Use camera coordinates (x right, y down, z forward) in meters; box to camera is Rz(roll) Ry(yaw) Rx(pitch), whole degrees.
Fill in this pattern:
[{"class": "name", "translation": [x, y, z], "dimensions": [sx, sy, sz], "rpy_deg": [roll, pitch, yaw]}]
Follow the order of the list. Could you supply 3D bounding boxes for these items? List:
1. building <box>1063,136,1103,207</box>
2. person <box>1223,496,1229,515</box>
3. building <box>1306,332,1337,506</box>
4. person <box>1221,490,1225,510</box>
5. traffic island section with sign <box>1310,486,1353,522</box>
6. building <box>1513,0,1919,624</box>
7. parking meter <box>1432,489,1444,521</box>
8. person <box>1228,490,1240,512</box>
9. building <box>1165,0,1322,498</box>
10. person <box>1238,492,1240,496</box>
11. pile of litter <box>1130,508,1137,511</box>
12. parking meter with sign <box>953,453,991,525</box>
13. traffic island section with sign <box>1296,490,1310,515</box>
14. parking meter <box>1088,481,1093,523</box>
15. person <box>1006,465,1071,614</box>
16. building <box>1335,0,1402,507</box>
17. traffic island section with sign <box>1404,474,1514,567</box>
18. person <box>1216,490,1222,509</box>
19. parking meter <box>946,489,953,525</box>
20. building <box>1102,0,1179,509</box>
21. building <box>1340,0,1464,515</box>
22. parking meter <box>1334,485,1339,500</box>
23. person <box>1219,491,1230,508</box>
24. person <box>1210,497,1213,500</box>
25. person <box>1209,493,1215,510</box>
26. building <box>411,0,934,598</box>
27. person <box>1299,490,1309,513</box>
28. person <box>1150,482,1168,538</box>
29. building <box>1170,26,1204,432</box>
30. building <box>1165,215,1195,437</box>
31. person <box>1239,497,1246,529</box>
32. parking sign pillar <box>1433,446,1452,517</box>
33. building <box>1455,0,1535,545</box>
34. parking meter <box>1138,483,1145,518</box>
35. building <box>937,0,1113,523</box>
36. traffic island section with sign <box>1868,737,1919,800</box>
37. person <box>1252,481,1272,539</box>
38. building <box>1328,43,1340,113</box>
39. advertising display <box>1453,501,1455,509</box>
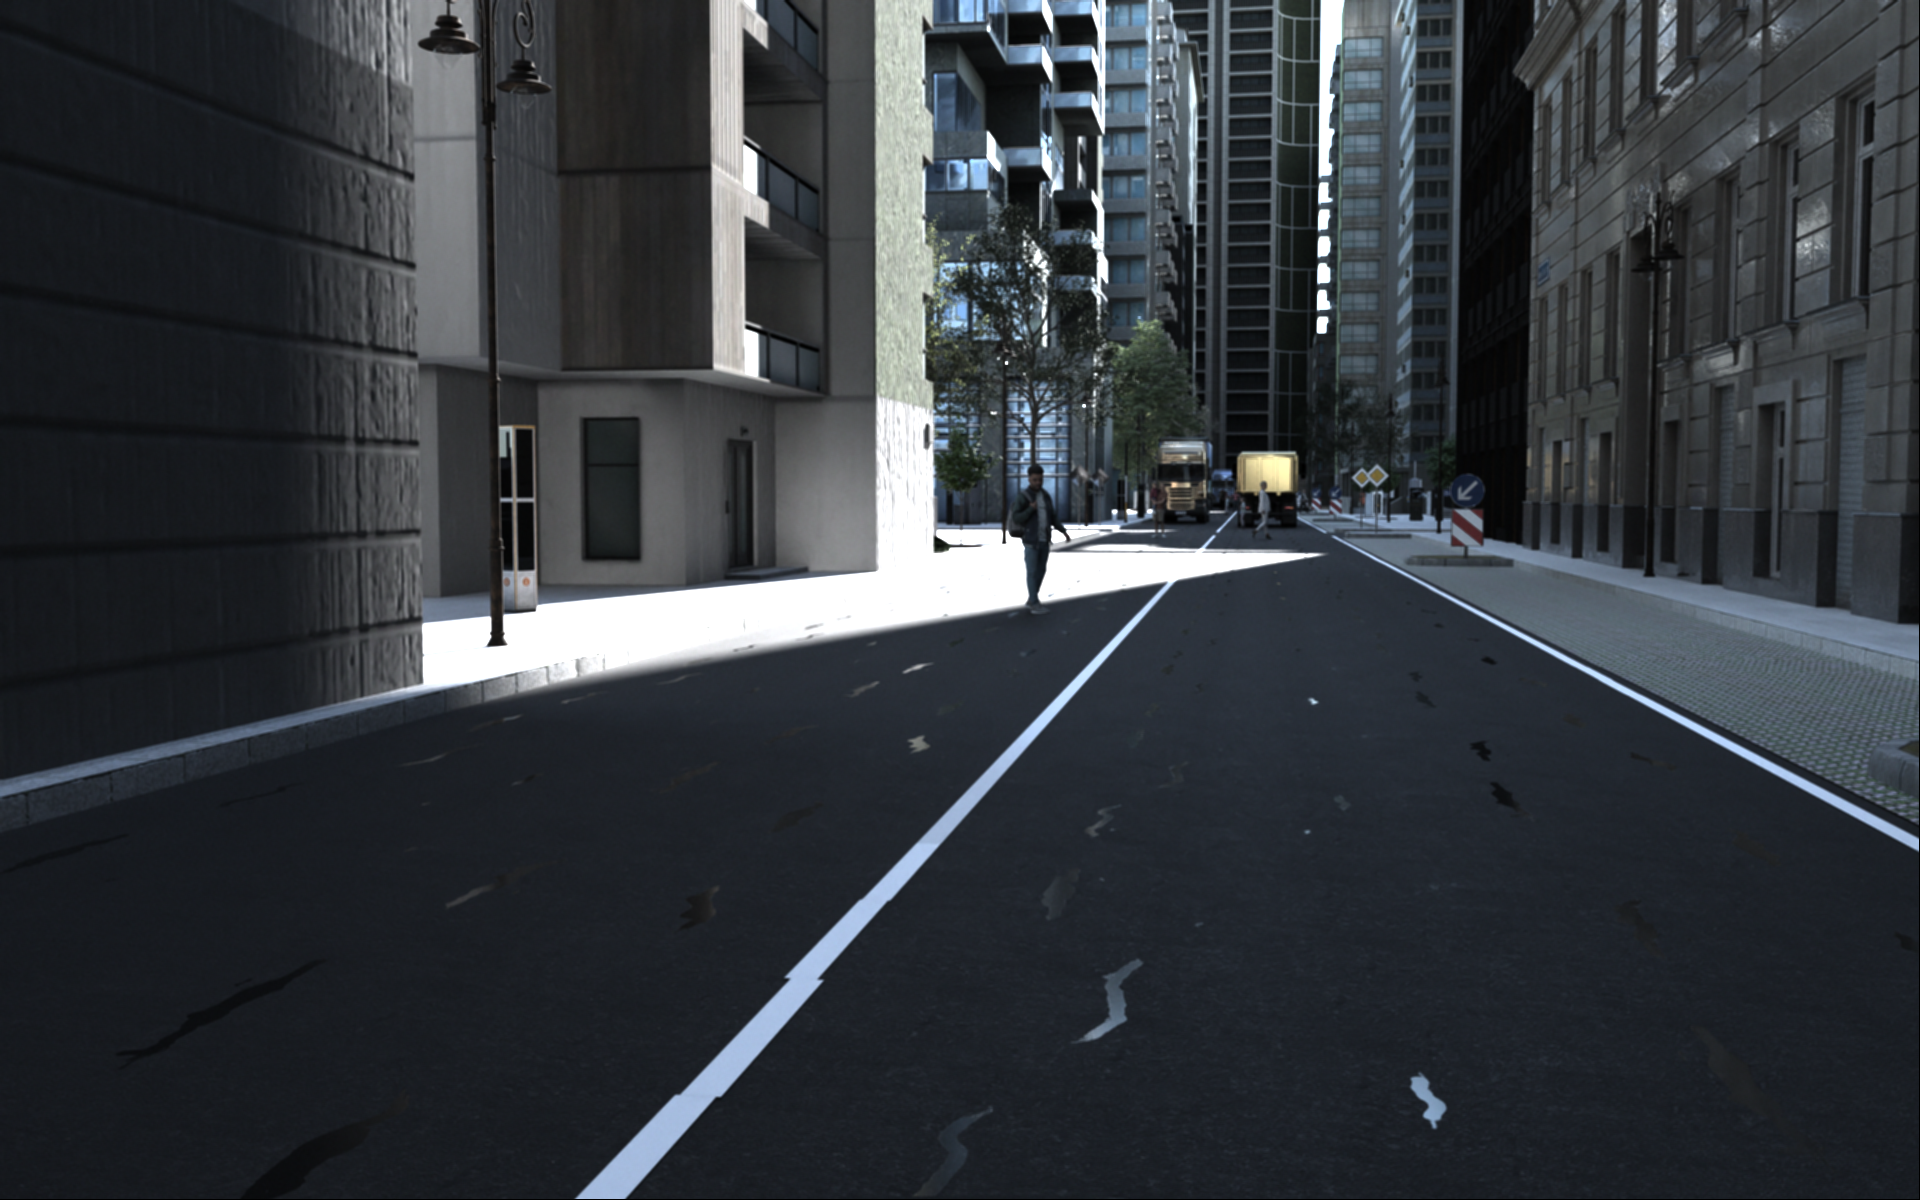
[{"class": "building", "translation": [2.484, -21.454, 122.469], "dimensions": [14.160, 30.474, 14.107], "rpy_deg": [1, 4, 10]}, {"class": "person", "translation": [18.407, -6.540, 119.705], "dimensions": [0.394, 1.301, 0.425], "rpy_deg": [0, 4, 6]}, {"class": "building", "translation": [54.059, -21.552, 197.421], "dimensions": [27.650, 21.520, 28.899], "rpy_deg": [1, 4, 10]}, {"class": "person", "translation": [24.345, -9.280, 160.366], "dimensions": [0.705, 1.807, 1.348], "rpy_deg": [0, 4, 1]}, {"class": "traffic island section with sign", "translation": [19.234, -4.940, 89.389], "dimensions": [1.989, 1.847, 2.006], "rpy_deg": [1, 4, 10]}, {"class": "building", "translation": [16.840, -14.067, 27.262], "dimensions": [12.463, 27.353, 25.104], "rpy_deg": [1, 4, 10]}, {"class": "parking meter", "translation": [22.985, -4.563, 83.018], "dimensions": [0.372, 1.533, 0.369], "rpy_deg": [0, 3, 0]}, {"class": "person", "translation": [22.634, -8.136, 142.237], "dimensions": [1.217, 1.743, 0.721], "rpy_deg": [0, 4, 4]}, {"class": "building", "translation": [37.386, -48.490, 231.056], "dimensions": [20.611, 71.187, 20.563], "rpy_deg": [1, 4, 10]}, {"class": "person", "translation": [24.088, -8.531, 148.702], "dimensions": [0.721, 1.735, 1.217], "rpy_deg": [1, 4, 9]}, {"class": "pile of litter", "translation": [13.429, -7.058, 129.357], "dimensions": [1.176, 0.858, 1.719], "rpy_deg": [-1, 4, -21]}, {"class": "parking meter with sign", "translation": [0.493, -4.661, 72.461], "dimensions": [1.738, 3.016, 0.543], "rpy_deg": [-3, 5, -43]}, {"class": "traffic island section with sign", "translation": [23.767, -6.580, 116.208], "dimensions": [1.989, 1.847, 2.006], "rpy_deg": [1, 4, 10]}, {"class": "parking meter", "translation": [5.689, -4.280, 75.684], "dimensions": [0.255, 1.863, 0.399], "rpy_deg": [0, 4, 1]}, {"class": "person", "translation": [0.908, -0.732, 20.822], "dimensions": [0.721, 1.781, 0.623], "rpy_deg": [3, 5, 39]}, {"class": "building", "translation": [38.815, -28.251, 145.498], "dimensions": [14.154, 41.232, 14.086], "rpy_deg": [1, 4, 10]}, {"class": "traffic island section with sign", "translation": [10.028, -1.610, 34.952], "dimensions": [1.989, 1.847, 2.006], "rpy_deg": [1, 4, 10]}, {"class": "person", "translation": [25.268, -9.727, 167.544], "dimensions": [0.705, 1.823, 1.348], "rpy_deg": [-3, 5, -42]}, {"class": "parking meter", "translation": [-0.431, -4.088, 72.543], "dimensions": [0.255, 1.863, 0.399], "rpy_deg": [0, 4, 3]}, {"class": "building", "translation": [8.254, -32.900, 157.521], "dimensions": [23.786, 49.044, 30.456], "rpy_deg": [1, 4, 10]}, {"class": "building", "translation": [41.721, -25.742, 112.767], "dimensions": [32.217, 40.220, 23.993], "rpy_deg": [1, 4, 10]}, {"class": "parking meter", "translation": [25.112, -6.712, 115.451], "dimensions": [0.255, 1.863, 0.399], "rpy_deg": [0, 4, 5]}, {"class": "person", "translation": [24.817, -9.364, 162.322], "dimensions": [1.217, 1.743, 0.721], "rpy_deg": [3, 4, 37]}, {"class": "person", "translation": [21.265, -8.499, 148.240], "dimensions": [0.721, 1.735, 1.217], "rpy_deg": [3, 5, 44]}, {"class": "person", "translation": [22.811, -9.131, 157.802], "dimensions": [1.348, 1.822, 0.705], "rpy_deg": [-3, 5, -40]}, {"class": "building", "translation": [-8.569, -20.980, 26.621], "dimensions": [14.154, 41.232, 14.086], "rpy_deg": [1, 4, 10]}, {"class": "person", "translation": [26.123, -7.495, 131.448], "dimensions": [0.834, 1.777, 0.661], "rpy_deg": [2, 4, 27]}, {"class": "person", "translation": [6.534, -2.976, 57.128], "dimensions": [0.580, 1.828, 0.573], "rpy_deg": [-1, 4, -12]}, {"class": "building", "translation": [14.282, -37.593, 203.892], "dimensions": [27.495, 52.752, 28.713], "rpy_deg": [1, 4, 10]}, {"class": "building", "translation": [16.848, -24.923, 179.195], "dimensions": [14.160, 30.474, 14.107], "rpy_deg": [1, 4, 10]}, {"class": "person", "translation": [11.713, -3.616, 71.899], "dimensions": [0.394, 1.301, 0.425], "rpy_deg": [-1, 4, -17]}, {"class": "parking sign pillar", "translation": [27.003, -6.575, 95.968], "dimensions": [1.447, 3.967, 1.447], "rpy_deg": [1, 4, 21]}, {"class": "building", "translation": [20.999, -13.318, 47.422], "dimensions": [12.332, 23.373, 15.834], "rpy_deg": [1, 4, 10]}, {"class": "parking meter", "translation": [9.756, -5.348, 93.155], "dimensions": [0.255, 1.863, 0.399], "rpy_deg": [1, 4, 23]}, {"class": "building", "translation": [-2.567, -47.585, 90.681], "dimensions": [22.319, 86.520, 31.000], "rpy_deg": [1, 4, 10]}, {"class": "traffic island section with sign", "translation": [5.487, 0.033, 8.091], "dimensions": [1.989, 1.847, 2.006], "rpy_deg": [1, 4, 10]}, {"class": "person", "translation": [9.579, -2.848, 54.940], "dimensions": [0.818, 1.842, 0.514], "rpy_deg": [-1, 4, -17]}, {"class": "building", "translation": [47.129, -33.523, 167.707], "dimensions": [23.786, 49.044, 30.456], "rpy_deg": [1, 4, 10]}, {"class": "advertising display", "translation": [22.257, -4.352, 76.368], "dimensions": [0.974, 1.923, 0.123], "rpy_deg": [2, 4, 33]}]
